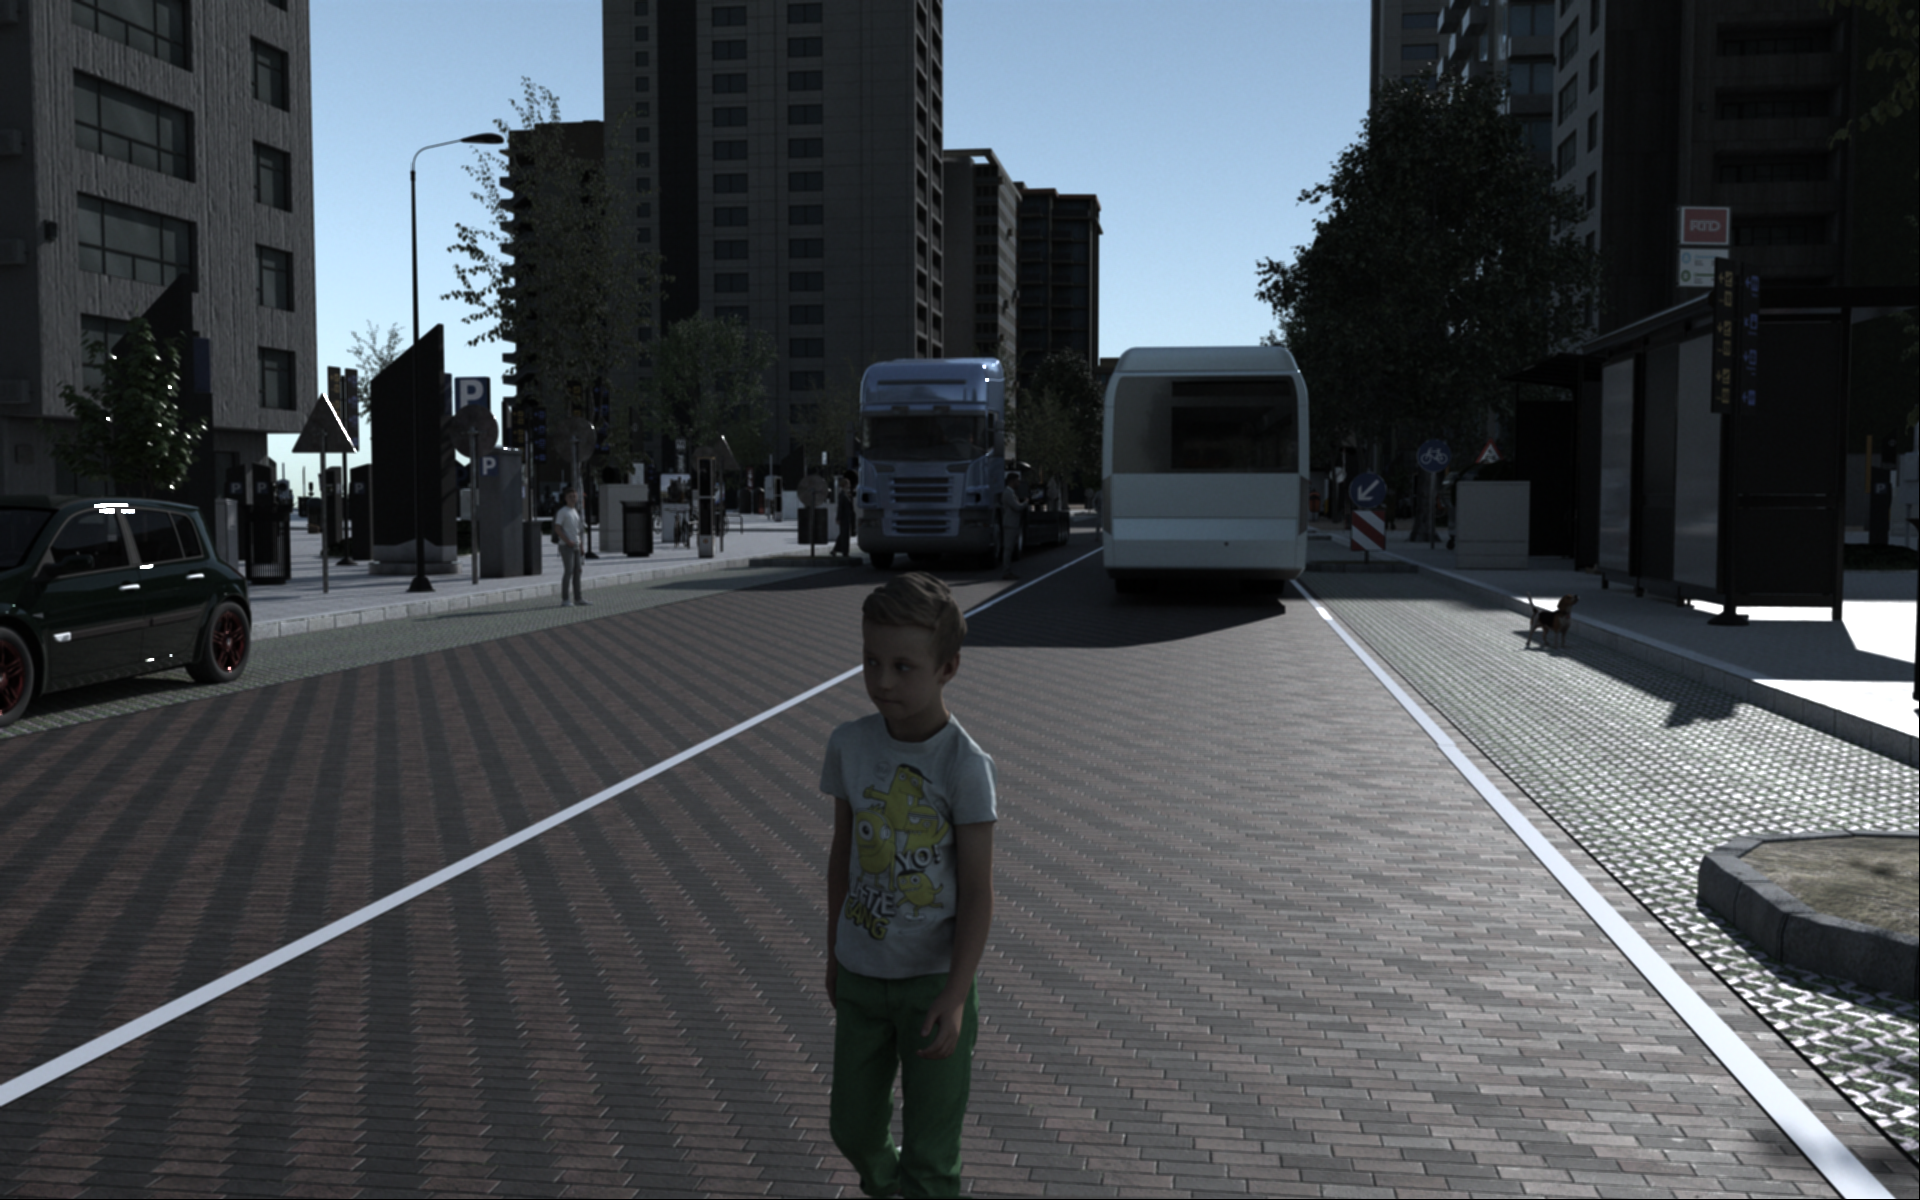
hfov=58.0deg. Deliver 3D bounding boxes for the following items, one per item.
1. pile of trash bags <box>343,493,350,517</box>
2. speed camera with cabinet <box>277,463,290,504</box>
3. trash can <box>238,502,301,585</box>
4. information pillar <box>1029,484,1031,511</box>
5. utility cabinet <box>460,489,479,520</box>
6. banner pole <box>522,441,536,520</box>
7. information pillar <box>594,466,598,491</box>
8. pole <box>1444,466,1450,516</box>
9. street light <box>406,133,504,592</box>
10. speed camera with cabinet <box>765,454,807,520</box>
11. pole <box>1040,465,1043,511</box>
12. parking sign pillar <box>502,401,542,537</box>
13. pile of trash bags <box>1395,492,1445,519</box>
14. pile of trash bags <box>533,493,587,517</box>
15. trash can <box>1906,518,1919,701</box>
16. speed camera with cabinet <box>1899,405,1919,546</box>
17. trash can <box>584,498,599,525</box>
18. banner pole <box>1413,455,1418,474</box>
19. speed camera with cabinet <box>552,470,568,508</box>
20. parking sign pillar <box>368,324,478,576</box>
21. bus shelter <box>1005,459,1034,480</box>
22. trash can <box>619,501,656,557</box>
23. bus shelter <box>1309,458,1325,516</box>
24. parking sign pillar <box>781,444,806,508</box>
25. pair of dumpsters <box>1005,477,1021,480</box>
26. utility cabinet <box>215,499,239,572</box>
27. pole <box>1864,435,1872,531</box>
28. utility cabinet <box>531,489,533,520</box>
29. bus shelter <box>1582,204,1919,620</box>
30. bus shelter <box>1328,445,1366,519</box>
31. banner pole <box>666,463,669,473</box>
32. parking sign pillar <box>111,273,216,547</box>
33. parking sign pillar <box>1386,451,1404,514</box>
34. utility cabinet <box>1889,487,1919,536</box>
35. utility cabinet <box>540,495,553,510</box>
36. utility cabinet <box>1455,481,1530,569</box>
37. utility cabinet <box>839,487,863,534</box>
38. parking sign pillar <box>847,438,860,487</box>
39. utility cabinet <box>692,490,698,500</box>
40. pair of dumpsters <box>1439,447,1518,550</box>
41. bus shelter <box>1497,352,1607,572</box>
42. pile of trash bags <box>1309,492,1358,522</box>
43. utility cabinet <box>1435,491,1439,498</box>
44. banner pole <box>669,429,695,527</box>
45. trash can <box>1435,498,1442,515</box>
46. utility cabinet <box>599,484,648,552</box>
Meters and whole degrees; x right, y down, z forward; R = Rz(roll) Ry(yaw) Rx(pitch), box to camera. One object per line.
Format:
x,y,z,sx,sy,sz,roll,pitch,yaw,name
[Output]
-31.807,-4.993,91.381,3.447,1.369,1.912,1,4,10,pile of trash bags
-43.546,-7.049,109.580,2.038,3.252,0.660,-1,4,-12,speed camera with cabinet
-9.841,-0.793,24.615,0.748,1.137,0.748,0,3,0,trash can
4.939,-7.339,124.488,0.304,2.012,0.304,0,4,-6,information pillar
-22.239,-4.273,78.548,1.173,1.500,0.318,3,5,44,utility cabinet
-17.825,-5.027,72.216,0.401,3.779,0.863,-3,4,-39,banner pole
-29.954,-9.247,142.542,0.183,3.616,0.504,-3,5,-43,information pillar
22.259,-5.215,79.107,0.158,3.312,0.155,0,3,0,pole
-6.560,-3.057,22.529,1.470,5.913,1.316,1,4,8,street light
-8.731,-5.618,86.197,2.038,3.252,0.660,2,4,31,speed camera with cabinet
5.501,-7.541,117.140,0.158,3.312,0.155,0,3,0,pole
-13.099,-3.831,51.108,1.447,3.967,1.447,0,4,2,parking sign pillar
24.410,-4.971,91.033,1.912,1.369,3.447,-2,4,-25,pile of trash bags
-22.518,-5.300,96.409,3.447,1.369,1.912,-1,4,-20,pile of trash bags
5.964,0.090,10.179,0.748,1.137,0.748,0,3,0,trash can
21.609,-2.661,37.838,0.660,3.252,2.038,-1,4,-22,speed camera with cabinet
-15.300,-3.691,72.005,0.748,1.137,0.748,0,3,0,trash can
29.553,-7.480,112.319,0.863,3.779,0.401,-2,4,-35,banner pole
-32.277,-8.922,140.208,0.660,3.252,2.038,1,4,15,speed camera with cabinet
-8.791,-2.409,27.854,1.447,3.967,1.447,1,4,18,parking sign pillar
3.181,-6.731,103.979,2.014,3.302,5.546,0,4,8,bus shelter
-6.601,-1.458,35.492,0.748,1.137,0.748,0,3,0,trash can
20.566,-6.405,98.646,2.014,3.302,5.546,1,4,8,bus shelter
-8.898,-6.378,92.757,1.447,3.967,1.447,1,4,13,parking sign pillar
2.468,-5.325,89.550,1.574,2.255,4.437,1,4,8,pair of dumpsters
-10.493,-0.778,23.878,1.020,1.237,0.306,0,4,8,utility cabinet
31.482,-4.050,60.054,0.158,3.312,0.155,0,3,0,pole
-19.331,-4.108,75.840,1.173,1.500,0.318,0,4,-7,utility cabinet
9.279,-2.700,21.779,2.179,5.291,8.768,0,4,8,bus shelter
18.805,-5.733,85.020,1.731,3.624,6.357,0,4,8,bus shelter
-23.113,-9.038,137.785,0.863,3.779,0.401,-2,4,-33,banner pole
-9.953,-2.028,21.637,1.447,3.967,1.447,2,4,26,parking sign pillar
26.910,-7.277,107.452,1.447,3.967,1.447,-3,4,-37,parking sign pillar
28.702,-2.669,52.318,0.318,1.500,1.173,-1,4,-21,utility cabinet
-30.565,-7.155,128.152,0.306,1.237,1.020,2,4,30,utility cabinet
9.059,-1.273,29.489,1.173,1.500,0.318,1,4,11,utility cabinet
-3.266,-2.799,54.438,1.173,1.500,0.318,3,5,41,utility cabinet
-4.490,-5.465,77.831,1.447,3.967,1.447,3,5,43,parking sign pillar
-14.089,-5.113,92.283,1.173,1.500,0.318,1,4,11,utility cabinet
11.566,-2.161,37.823,1.574,2.255,4.437,0,4,8,pair of dumpsters
11.159,-2.467,31.620,1.731,3.624,6.357,1,4,8,bus shelter
17.628,-4.246,79.177,3.447,1.369,1.912,1,4,18,pile of trash bags
31.653,-6.548,115.741,0.318,1.500,1.173,0,4,-2,utility cabinet
-10.579,-4.683,66.578,0.863,3.779,0.401,-2,4,-33,banner pole
28.826,-5.676,104.459,0.748,1.137,0.748,0,3,0,trash can
-7.455,-1.816,38.367,0.318,1.500,1.173,3,4,38,utility cabinet
